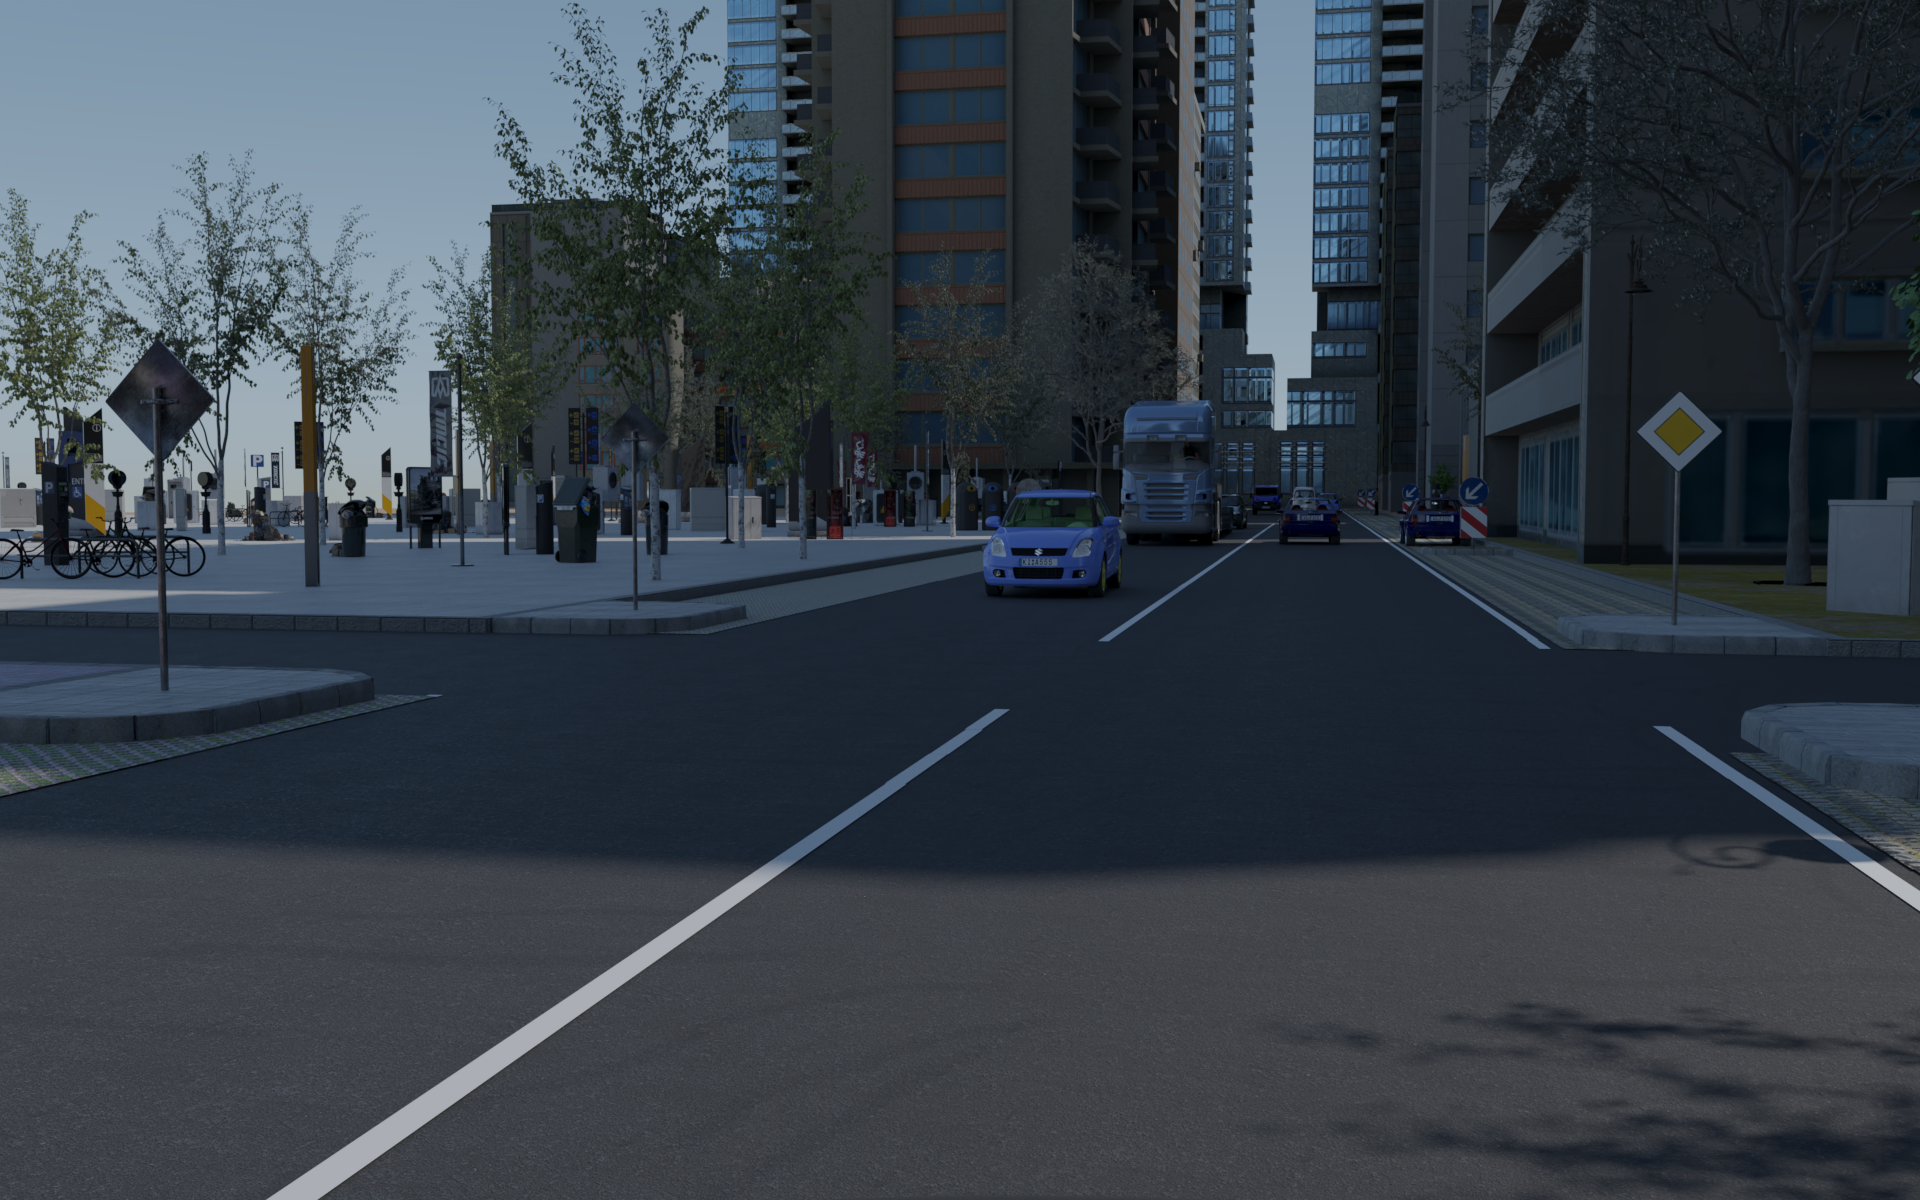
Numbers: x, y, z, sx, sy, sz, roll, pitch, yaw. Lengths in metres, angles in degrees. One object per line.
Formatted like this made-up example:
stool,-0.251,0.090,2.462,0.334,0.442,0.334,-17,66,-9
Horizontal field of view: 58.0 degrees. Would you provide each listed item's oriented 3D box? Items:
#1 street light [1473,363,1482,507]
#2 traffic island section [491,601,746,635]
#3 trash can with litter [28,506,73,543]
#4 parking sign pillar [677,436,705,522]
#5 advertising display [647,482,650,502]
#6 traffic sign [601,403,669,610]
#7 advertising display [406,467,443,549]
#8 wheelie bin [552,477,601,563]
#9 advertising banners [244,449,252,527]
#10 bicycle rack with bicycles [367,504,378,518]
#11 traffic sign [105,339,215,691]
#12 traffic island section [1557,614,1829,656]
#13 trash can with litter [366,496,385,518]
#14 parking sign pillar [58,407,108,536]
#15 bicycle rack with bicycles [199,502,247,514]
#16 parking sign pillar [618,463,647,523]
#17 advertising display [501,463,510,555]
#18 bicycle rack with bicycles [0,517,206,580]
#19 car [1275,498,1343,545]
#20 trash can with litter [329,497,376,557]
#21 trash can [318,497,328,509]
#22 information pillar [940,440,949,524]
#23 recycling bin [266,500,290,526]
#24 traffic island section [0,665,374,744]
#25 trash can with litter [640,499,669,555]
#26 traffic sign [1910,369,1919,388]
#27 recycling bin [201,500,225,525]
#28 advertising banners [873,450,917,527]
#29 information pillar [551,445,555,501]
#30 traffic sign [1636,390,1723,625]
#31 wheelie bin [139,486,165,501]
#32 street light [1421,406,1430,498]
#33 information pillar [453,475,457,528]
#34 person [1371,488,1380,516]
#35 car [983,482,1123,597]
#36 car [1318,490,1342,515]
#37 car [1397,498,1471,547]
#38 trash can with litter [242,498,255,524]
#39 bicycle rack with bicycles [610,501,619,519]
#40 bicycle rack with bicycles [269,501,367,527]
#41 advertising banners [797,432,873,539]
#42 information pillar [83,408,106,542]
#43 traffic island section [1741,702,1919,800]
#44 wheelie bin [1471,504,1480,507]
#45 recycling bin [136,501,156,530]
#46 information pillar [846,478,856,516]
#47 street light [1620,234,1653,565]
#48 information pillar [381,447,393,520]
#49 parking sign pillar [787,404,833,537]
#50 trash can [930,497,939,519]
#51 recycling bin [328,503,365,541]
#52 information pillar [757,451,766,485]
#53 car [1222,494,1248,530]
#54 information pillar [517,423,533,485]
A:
street light,18.087,-5.356,60.358,0.468,5.910,1.993,1,4,12
traffic island section,-3.607,0.192,19.146,2.009,0.180,2.903,1,4,12
trash can with litter,-24.149,-2.114,45.948,1.055,1.170,0.624,-3,5,-41
parking sign pillar,-12.355,-5.570,79.545,1.447,3.967,1.447,-3,5,-43
advertising display,-16.459,-5.250,91.059,0.123,1.923,0.974,-2,4,-30
traffic sign,-3.582,-0.944,19.079,0.795,2.450,0.064,1,4,12
advertising display,-12.652,-2.185,40.933,0.123,1.923,0.974,2,4,33
wheelie bin,-7.189,-1.503,32.478,0.980,1.594,0.693,2,4,33
advertising banners,-27.768,-4.361,67.488,0.090,3.025,2.074,-1,4,-17
bicycle rack with bicycles,-27.162,-3.763,74.908,2.925,0.926,2.852,0,4,3
traffic sign,-5.195,-0.466,11.258,0.795,2.450,0.064,1,4,12
traffic island section,7.011,0.325,16.959,2.009,0.180,2.903,1,4,12
trash can with litter,-31.441,-4.995,93.059,1.055,1.170,0.624,0,4,2
parking sign pillar,-26.973,-3.956,53.159,1.447,3.967,1.447,1,4,13
bicycle rack with bicycles,-34.210,-4.103,80.467,2.925,0.926,2.852,0,4,-4
parking sign pillar,-14.464,-5.405,76.844,1.447,3.967,1.447,2,4,29
advertising display,-9.631,-1.926,36.706,0.123,1.923,0.974,-1,4,-17
bicycle rack with bicycles,-13.187,-0.832,26.980,2.925,0.926,2.852,0,4,1
car,10.175,-2.319,50.500,1.945,1.354,3.894,1,4,10
trash can with litter,-12.555,-1.467,35.372,1.055,1.170,0.624,3,5,41
trash can,-37.614,-5.534,102.138,0.748,1.137,0.748,0,3,0
information pillar,-0.639,-5.092,74.608,0.183,3.616,0.504,3,4,37
recycling bin,-27.311,-3.467,69.241,0.722,1.027,0.722,1,4,23
traffic island section,-5.220,0.670,11.325,2.009,0.180,2.903,1,4,12
trash can with litter,-6.496,-1.553,36.785,0.624,1.170,1.055,-1,4,-12
traffic sign,5.373,-0.332,9.066,0.795,2.450,0.064,1,4,12
recycling bin,-31.250,-3.665,72.484,0.722,1.027,0.722,3,5,44
advertising banners,-2.699,-4.360,67.471,2.074,3.025,0.090,0,4,-2
information pillar,-19.204,-5.531,81.783,0.183,3.616,0.504,0,4,-2
traffic sign,6.986,-0.810,16.887,0.795,2.450,0.064,1,4,12
wheelie bin,-32.842,-3.828,70.490,0.980,1.594,0.693,-3,4,-36
street light,24.080,-7.151,89.703,0.468,5.910,1.993,1,4,12
information pillar,-19.174,-3.774,66.194,0.304,2.012,0.304,-3,4,-38
person,27.516,-6.483,114.515,0.705,1.823,1.348,0,4,-8
car,1.400,-0.961,25.310,1.945,1.707,3.694,1,4,11
car,25.898,-6.870,121.920,1.945,1.707,3.694,1,4,13
car,13.231,-2.186,48.321,1.945,1.354,3.894,1,4,11
trash can with litter,-30.566,-3.872,74.696,1.055,1.170,0.624,2,4,31
bicycle rack with bicycles,-17.555,-4.389,85.139,2.852,0.926,2.925,-1,4,-17
bicycle rack with bicycles,-25.321,-3.305,67.412,2.852,0.926,2.925,1,4,16
advertising banners,-3.564,-3.224,48.894,2.074,3.025,0.090,0,4,6
information pillar,-23.376,-3.391,46.798,0.504,3.616,0.183,-2,4,-32
traffic island section,5.398,0.804,9.138,2.009,0.180,2.903,1,4,12
wheelie bin,19.436,-3.458,64.450,0.980,1.594,0.693,3,5,40
recycling bin,-28.720,-2.990,61.446,0.722,1.027,0.722,0,4,-7
information pillar,-4.968,-4.556,78.985,0.304,2.012,0.304,-3,5,-43
street light,11.985,-3.563,31.035,0.468,5.910,1.993,1,4,12
information pillar,-28.464,-5.790,86.015,0.504,3.616,0.183,-3,4,-37
parking sign pillar,-4.510,-3.902,52.263,1.447,3.967,1.447,1,4,13
trash can,-1.400,-4.518,85.514,0.748,1.137,0.748,0,3,0
recycling bin,-17.040,-2.176,48.135,0.722,1.027,0.722,2,4,27
information pillar,-10.413,-6.101,91.107,0.504,3.616,0.183,-1,4,-9
car,10.879,-3.767,71.372,2.009,1.686,4.222,1,4,14
information pillar,-14.242,-4.002,56.781,0.504,3.616,0.183,-2,4,-24
